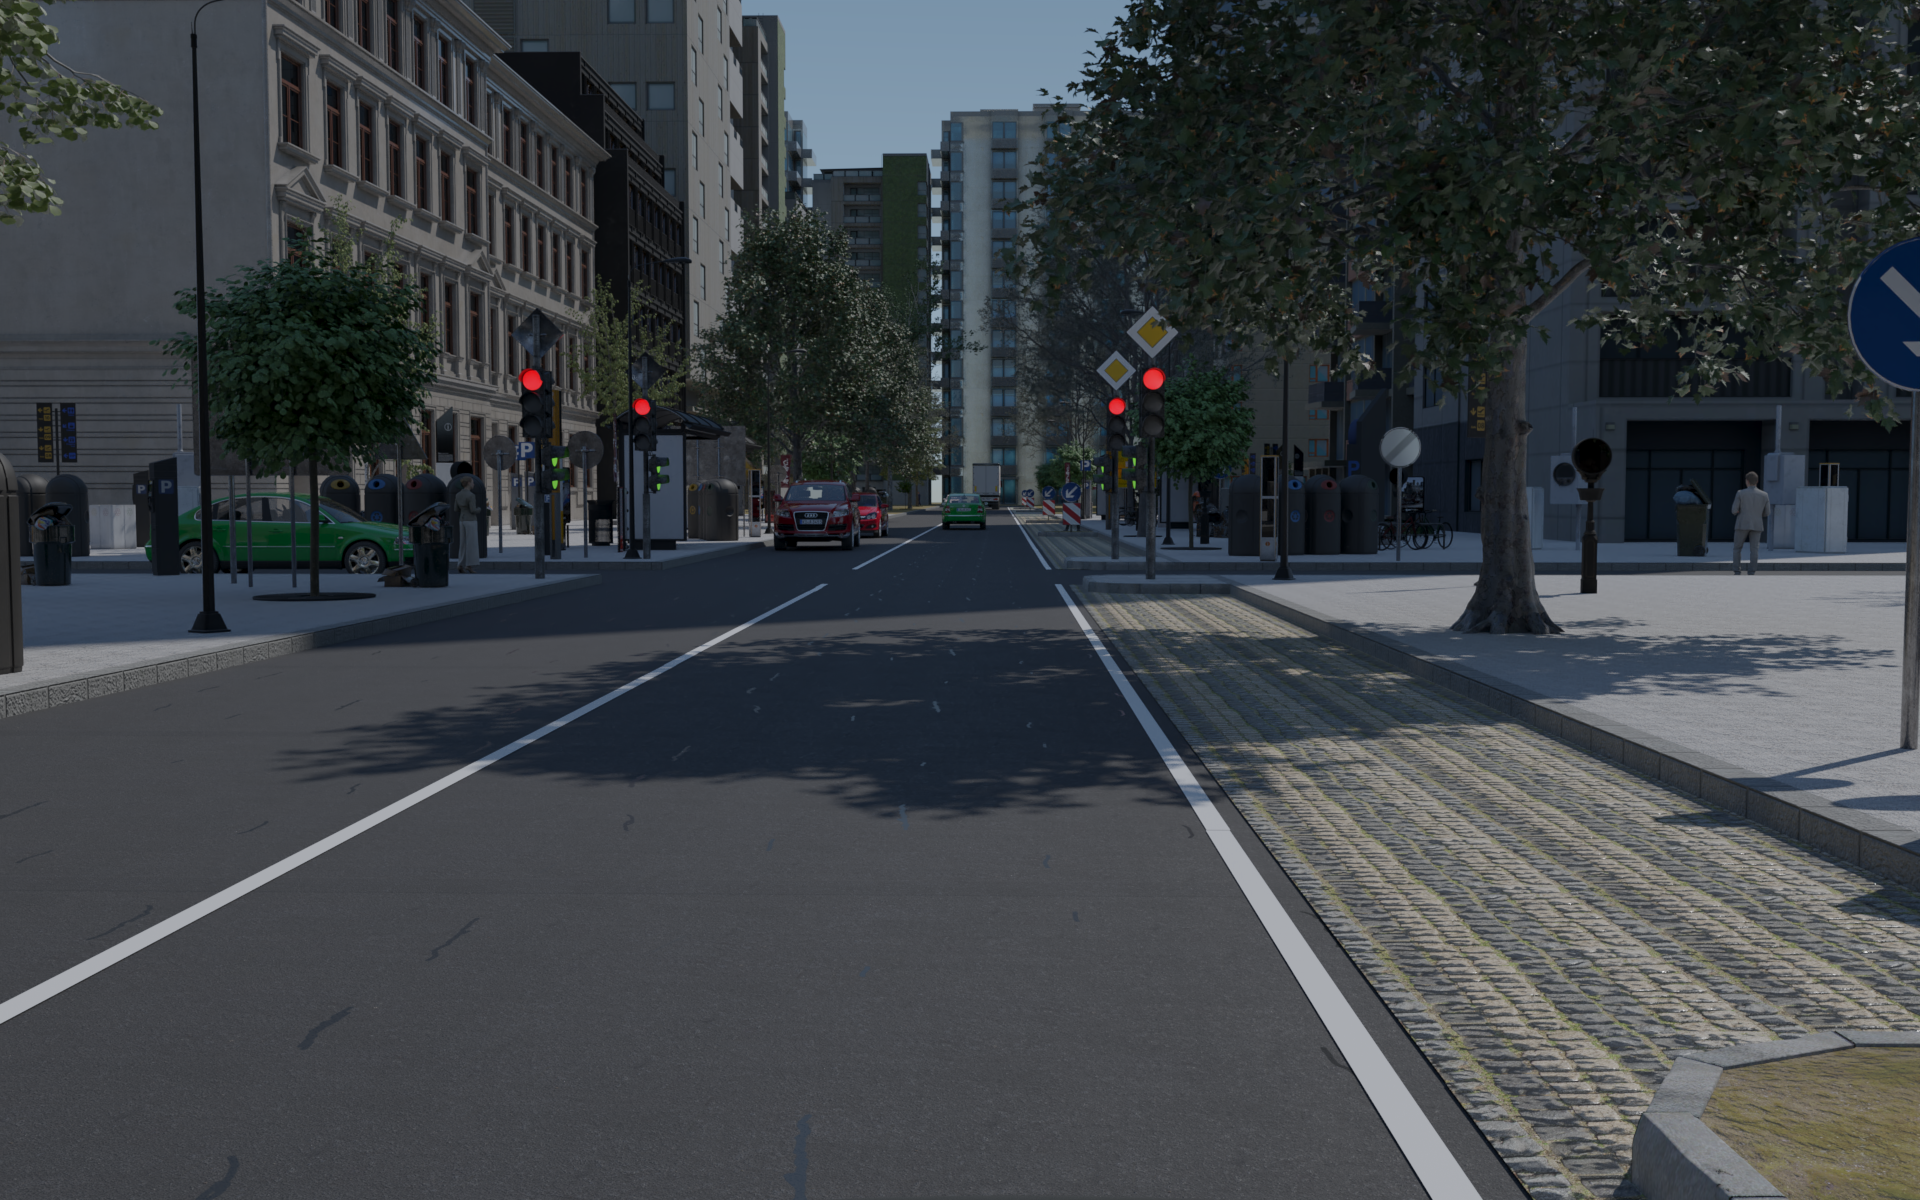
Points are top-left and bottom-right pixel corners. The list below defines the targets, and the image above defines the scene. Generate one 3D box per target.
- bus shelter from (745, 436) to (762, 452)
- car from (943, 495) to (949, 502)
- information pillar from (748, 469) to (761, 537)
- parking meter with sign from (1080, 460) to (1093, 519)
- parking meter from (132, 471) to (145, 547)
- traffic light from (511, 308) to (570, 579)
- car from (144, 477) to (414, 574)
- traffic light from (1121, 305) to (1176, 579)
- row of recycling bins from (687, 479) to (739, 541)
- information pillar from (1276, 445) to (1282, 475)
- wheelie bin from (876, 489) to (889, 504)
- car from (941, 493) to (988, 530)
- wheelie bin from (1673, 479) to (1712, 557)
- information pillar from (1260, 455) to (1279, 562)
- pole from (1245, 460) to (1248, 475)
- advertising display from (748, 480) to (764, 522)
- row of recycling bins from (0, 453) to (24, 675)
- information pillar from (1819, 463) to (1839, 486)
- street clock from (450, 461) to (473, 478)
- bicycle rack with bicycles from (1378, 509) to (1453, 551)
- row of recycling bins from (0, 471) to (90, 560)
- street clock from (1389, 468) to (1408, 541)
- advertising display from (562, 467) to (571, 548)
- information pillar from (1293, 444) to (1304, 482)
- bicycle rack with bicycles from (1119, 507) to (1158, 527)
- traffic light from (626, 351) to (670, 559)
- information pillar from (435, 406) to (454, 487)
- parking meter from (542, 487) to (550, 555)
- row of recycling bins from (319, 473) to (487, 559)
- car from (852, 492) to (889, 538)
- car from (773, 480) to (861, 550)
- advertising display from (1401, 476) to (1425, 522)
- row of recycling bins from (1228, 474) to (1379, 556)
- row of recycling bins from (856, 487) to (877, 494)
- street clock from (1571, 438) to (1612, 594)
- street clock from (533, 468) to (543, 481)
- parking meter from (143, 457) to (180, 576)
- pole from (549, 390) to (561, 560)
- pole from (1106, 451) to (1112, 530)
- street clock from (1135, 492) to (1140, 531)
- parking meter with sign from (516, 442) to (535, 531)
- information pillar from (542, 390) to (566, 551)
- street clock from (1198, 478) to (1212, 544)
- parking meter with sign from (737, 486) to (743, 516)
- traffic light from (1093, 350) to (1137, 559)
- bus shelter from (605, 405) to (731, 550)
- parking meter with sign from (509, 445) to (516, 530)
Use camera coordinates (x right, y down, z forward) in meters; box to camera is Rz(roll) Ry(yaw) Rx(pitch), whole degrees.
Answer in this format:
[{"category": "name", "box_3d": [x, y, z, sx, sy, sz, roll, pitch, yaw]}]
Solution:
[{"category": "bus shelter", "box_3d": [-7.679, -3.748, 55.198, 2.014, 3.302, 5.546, 0, 4, 1]}, {"category": "car", "box_3d": [-0.565, -9.355, 165.308, 2.083, 1.381, 4.827, 0, 4, 0]}, {"category": "information pillar", "box_3d": [-6.079, -2.862, 51.288, 0.304, 2.012, 0.304, -1, 4, -20]}, {"category": "parking meter with sign", "box_3d": [6.600, -5.728, 89.908, 0.543, 3.016, 1.738, 1, 4, 10]}, {"category": "parking meter", "box_3d": [-19.712, -2.205, 41.767, 0.399, 1.863, 0.255, -1, 4, -11]}, {"category": "traffic light", "box_3d": [-6.357, -2.278, 26.166, 0.839, 4.253, 0.868, 0, 4, 1]}, {"category": "car", "box_3d": [-11.137, -1.245, 29.150, 4.718, 1.807, 1.959, 0, 4, 0]}, {"category": "traffic light", "box_3d": [2.852, -2.266, 25.974, 0.839, 4.253, 0.868, 0, 4, 1]}, {"category": "row of recycling bins", "box_3d": [-6.927, -2.546, 48.735, 1.069, 1.692, 3.534, -1, 4, -19]}, {"category": "information pillar", "box_3d": [14.225, -5.219, 76.678, 0.504, 3.616, 0.183, 3, 5, 42]}, {"category": "wheelie bin", "box_3d": [-4.951, -6.195, 109.194, 0.980, 1.594, 0.693, -1, 4, -22]}, {"category": "car", "box_3d": [0.185, -3.814, 71.152, 1.959, 1.807, 4.718, 0, 4, 1]}, {"category": "wheelie bin", "box_3d": [15.087, -1.700, 35.696, 0.693, 1.594, 0.980, 2, 4, 28]}, {"category": "information pillar", "box_3d": [5.888, -1.742, 32.973, 0.304, 2.012, 0.304, 1, 4, 19]}, {"category": "pole", "box_3d": [15.241, -6.012, 92.143, 0.158, 3.312, 0.155, 0, 3, 0]}, {"category": "advertising display", "box_3d": [-9.436, -4.579, 80.086, 0.123, 1.923, 0.974, 3, 4, 36]}, {"category": "row of recycling bins", "box_3d": [-7.952, -0.386, 13.424, 1.069, 1.692, 3.534, -3, 4, -36]}, {"category": "information pillar", "box_3d": [20.617, -2.241, 41.131, 0.304, 2.012, 0.304, -1, 4, -20]}, {"category": "street clock", "box_3d": [-11.013, -2.064, 38.319, 0.358, 2.002, 0.471, 2, 4, 32]}, {"category": "bicycle rack with bicycles", "box_3d": [10.256, -1.657, 40.479, 2.925, 0.926, 2.852, -1, 4, -20]}, {"category": "row of recycling bins", "box_3d": [-19.585, -1.771, 36.067, 3.534, 1.692, 1.069, 2, 4, 23]}, {"category": "street clock", "box_3d": [12.059, -2.637, 47.685, 0.471, 2.002, 0.358, 3, 5, 44]}, {"category": "advertising display", "box_3d": [-9.469, -2.192, 41.050, 0.123, 1.923, 0.974, 1, 4, 9]}, {"category": "information pillar", "box_3d": [15.879, -5.506, 81.371, 0.504, 3.616, 0.183, -1, 4, -12]}, {"category": "bicycle rack with bicycles", "box_3d": [7.439, -3.403, 69.019, 2.925, 0.926, 2.852, 3, 4, 38]}, {"category": "traffic light", "box_3d": [-6.177, -2.766, 34.149, 0.839, 4.253, 0.868, 0, 4, 1]}, {"category": "information pillar", "box_3d": [-13.709, -3.352, 46.160, 0.504, 3.616, 0.183, -3, 5, -44]}, {"category": "parking meter", "box_3d": [-8.675, -1.707, 36.319, 0.372, 1.533, 0.369, 0, 3, 0]}, {"category": "row of recycling bins", "box_3d": [-11.213, -1.699, 34.893, 3.534, 1.692, 1.069, 1, 4, 9]}, {"category": "car", "box_3d": [-3.412, -2.980, 57.767, 2.155, 1.783, 4.494, 0, 4, 2]}, {"category": "car", "box_3d": [-3.732, -2.267, 45.739, 2.281, 1.827, 5.304, 0, 4, 0]}, {"category": "advertising display", "box_3d": [16.257, -3.502, 62.476, 0.974, 1.923, 0.123, 2, 4, 30]}, {"category": "row of recycling bins", "box_3d": [7.228, -1.800, 36.545, 3.534, 1.692, 1.069, -2, 4, -23]}, {"category": "row of recycling bins", "box_3d": [-6.694, -5.970, 104.730, 3.534, 1.692, 1.069, 1, 4, 14]}, {"category": "street clock", "box_3d": [8.137, -1.088, 22.360, 0.471, 2.002, 0.358, 1, 4, 12]}, {"category": "street clock", "box_3d": [-11.793, -2.717, 48.997, 0.471, 2.002, 0.358, 0, 4, 5]}, {"category": "parking meter", "box_3d": [-12.558, -1.321, 27.304, 0.399, 1.863, 0.255, -3, 5, -41]}, {"category": "pole", "box_3d": [-7.941, -2.452, 33.928, 0.158, 3.312, 0.155, 0, 3, 0]}, {"category": "pole", "box_3d": [5.329, -4.173, 62.075, 0.158, 3.312, 0.155, 0, 3, 0]}, {"category": "street clock", "box_3d": [6.249, -3.407, 60.282, 0.358, 2.002, 0.471, -2, 4, -30]}, {"category": "parking meter with sign", "box_3d": [-14.442, -3.819, 58.700, 0.543, 3.016, 1.738, 0, 4, 1]}, {"category": "information pillar", "box_3d": [-9.235, -2.933, 39.304, 0.504, 3.616, 0.183, 1, 4, 19]}, {"category": "street clock", "box_3d": [6.284, -2.437, 44.415, 0.358, 2.002, 0.471, 2, 4, 29]}, {"category": "parking meter with sign", "box_3d": [-13.021, -6.442, 101.593, 1.738, 3.016, 0.543, -1, 4, -15]}, {"category": "traffic light", "box_3d": [3.033, -2.754, 33.957, 0.839, 4.253, 0.868, 0, 4, 1]}, {"category": "bus shelter", "box_3d": [-6.972, -2.942, 42.029, 2.014, 3.302, 5.546, 0, 4, 1]}, {"category": "parking meter with sign", "box_3d": [-15.943, -4.037, 62.271, 0.543, 3.016, 1.738, -1, 4, -20]}]
